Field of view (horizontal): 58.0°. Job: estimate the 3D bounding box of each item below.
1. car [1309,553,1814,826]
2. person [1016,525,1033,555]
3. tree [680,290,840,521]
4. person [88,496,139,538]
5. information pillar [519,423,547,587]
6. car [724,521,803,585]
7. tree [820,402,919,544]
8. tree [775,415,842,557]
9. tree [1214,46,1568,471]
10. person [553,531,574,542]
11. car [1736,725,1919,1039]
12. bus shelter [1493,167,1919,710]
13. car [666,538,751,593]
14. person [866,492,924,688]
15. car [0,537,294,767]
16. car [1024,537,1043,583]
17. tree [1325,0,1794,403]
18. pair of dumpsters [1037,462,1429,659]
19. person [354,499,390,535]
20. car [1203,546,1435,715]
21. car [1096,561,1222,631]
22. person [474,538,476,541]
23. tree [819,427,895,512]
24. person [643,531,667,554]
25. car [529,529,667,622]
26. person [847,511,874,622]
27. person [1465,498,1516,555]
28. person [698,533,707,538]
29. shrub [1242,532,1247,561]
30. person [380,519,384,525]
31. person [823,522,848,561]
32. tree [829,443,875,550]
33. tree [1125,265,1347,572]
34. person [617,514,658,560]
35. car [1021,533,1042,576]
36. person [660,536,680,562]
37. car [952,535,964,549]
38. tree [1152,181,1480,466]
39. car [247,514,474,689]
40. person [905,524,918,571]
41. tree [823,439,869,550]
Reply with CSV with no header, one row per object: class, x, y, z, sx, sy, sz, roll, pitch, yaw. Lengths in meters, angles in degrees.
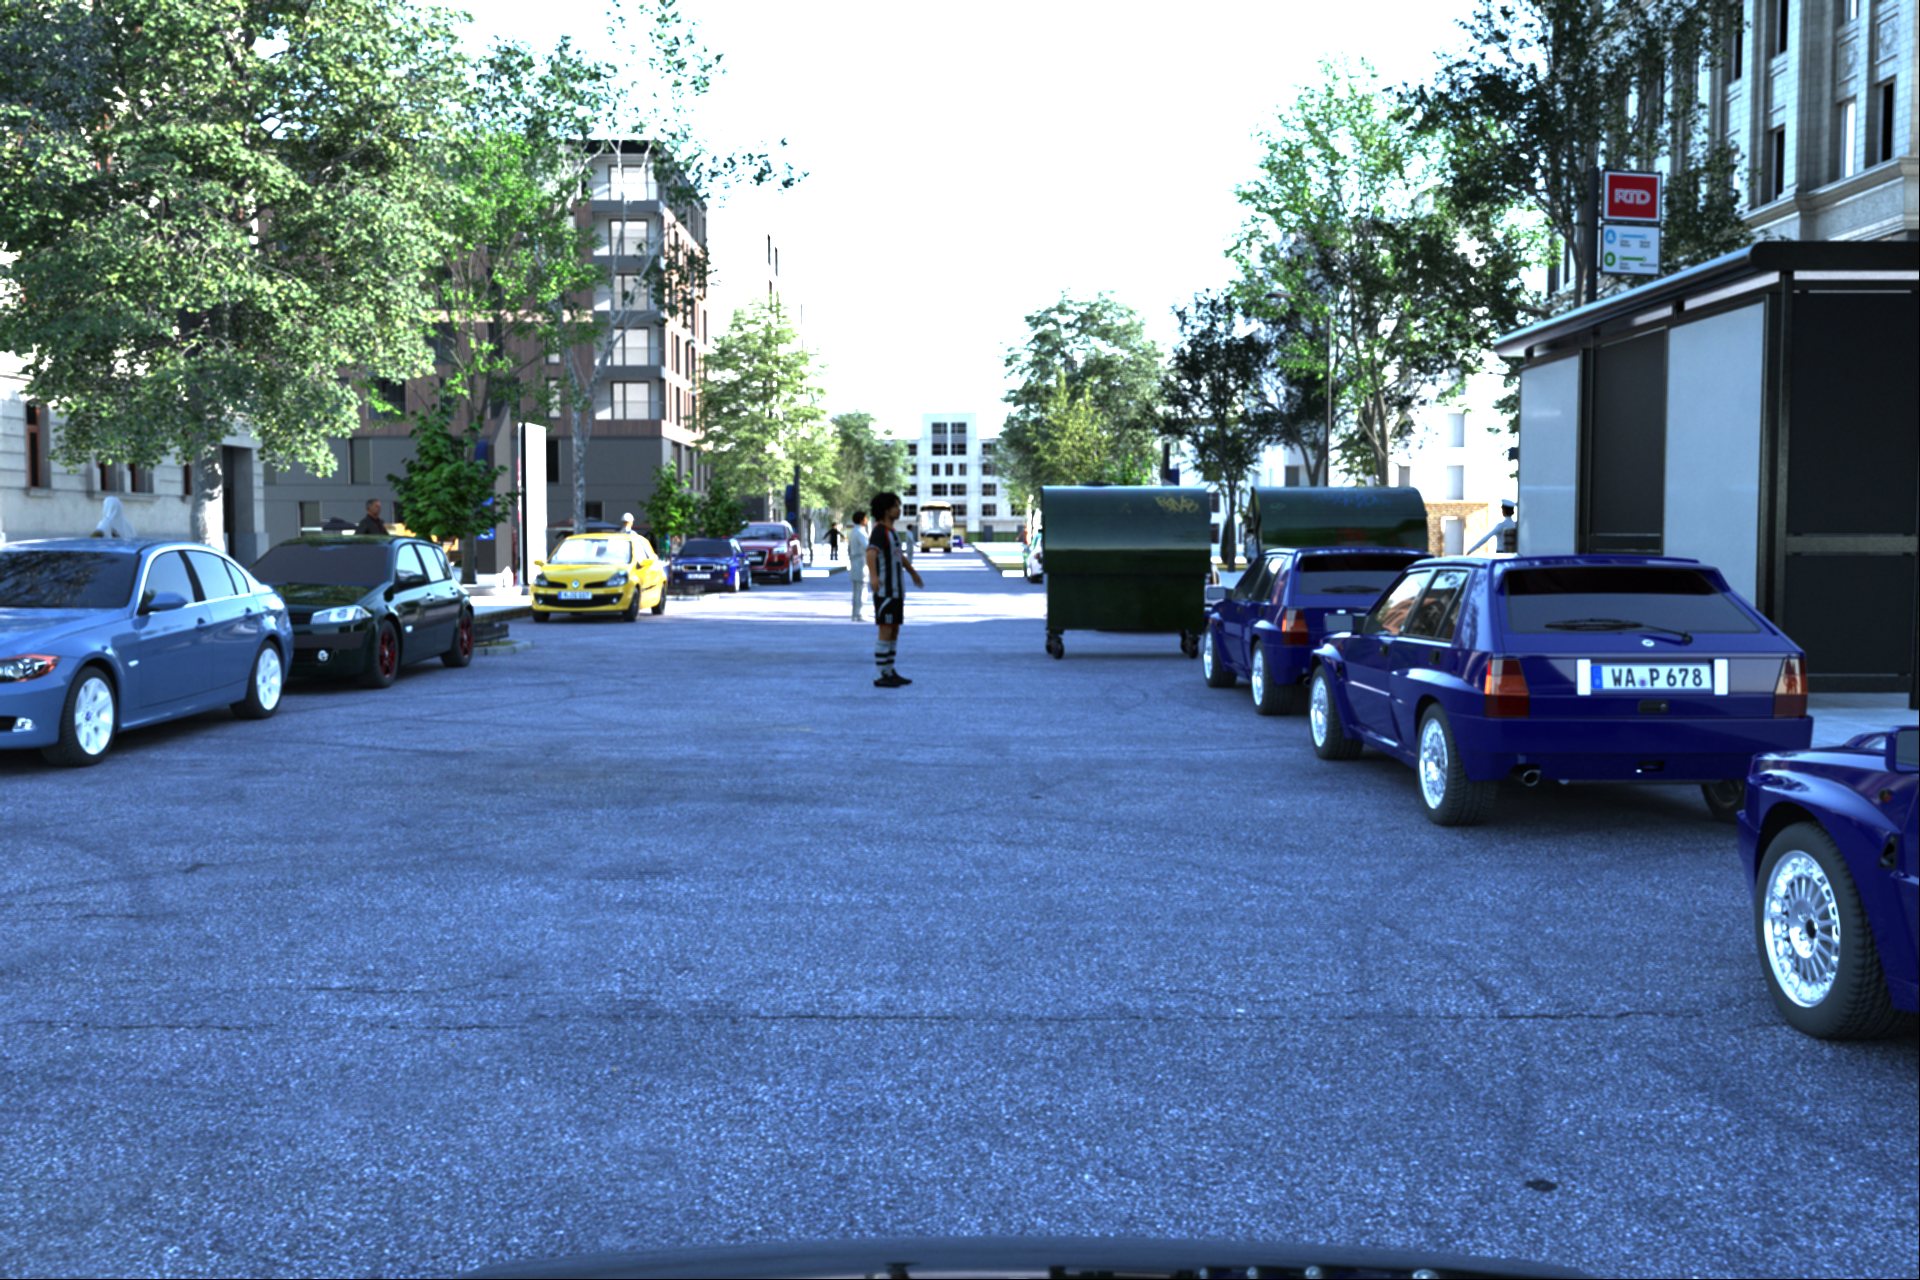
car,3.156,0.166,9.858,1.945,1.354,3.894,0,4,-1
person,3.425,-5.036,89.139,1.217,1.733,0.721,2,4,29
tree,-9.368,-9.975,81.224,7.486,12.596,7.792,0,3,0
person,-10.345,-0.871,21.015,0.721,1.736,1.217,1,4,14
information pillar,-9.258,-2.829,37.571,0.184,3.620,1.656,0,4,0
car,-5.787,-2.579,50.837,2.281,1.827,5.304,0,4,0
tree,-8.806,-15.834,165.542,9.857,13.997,8.962,0,3,0
tree,-8.817,-9.088,98.946,4.360,8.622,3.978,0,3,0
tree,9.223,-6.864,37.982,9.928,11.665,9.643,0,3,0
person,-18.255,-4.553,80.585,1.346,1.812,0.704,-1,4,-8
car,3.255,0.539,3.768,1.945,1.354,3.894,0,3,0
bus shelter,6.707,-2.391,16.727,2.179,5.291,8.768,0,3,0
car,-6.255,-1.877,43.263,1.945,1.354,3.894,0,4,0
person,-0.650,-0.472,16.320,0.704,1.843,1.345,1,4,16
car,-6.215,-0.011,12.177,2.014,1.417,4.499,0,4,0
car,2.973,-2.417,51.874,2.083,1.381,4.827,0,4,0
tree,9.190,-5.632,26.501,7.601,10.594,8.767,0,4,-3
pair of dumpsters,3.124,-0.939,20.299,4.436,2.255,1.574,0,4,0
person,-8.744,-1.208,25.923,0.705,1.807,1.348,1,4,15
car,3.186,-0.150,15.032,1.945,1.354,3.894,0,4,-1
car,2.902,-0.895,27.000,2.083,1.381,4.827,0,4,-1
person,-18.782,-3.585,67.885,0.991,1.433,0.599,-2,4,-30
tree,-9.123,-13.301,151.884,7.601,10.594,8.767,0,4,2
person,-13.774,-4.386,77.894,1.347,1.806,0.705,-2,4,-35
car,-6.119,-1.178,29.480,2.015,1.641,3.980,0,4,0
person,-1.618,-1.211,28.444,0.705,1.806,1.347,-1,4,-23
person,7.454,-1.060,23.784,1.216,1.778,0.721,-1,4,-18
person,-9.284,-3.549,64.300,1.348,1.796,0.705,2,4,25
shrub,11.433,-3.746,65.282,1.661,2.075,1.752,0,3,0
person,-18.695,-2.993,55.517,0.750,1.759,0.617,0,4,3
person,-5.985,-4.685,82.539,1.347,1.837,0.705,2,4,23
tree,-9.627,-11.677,141.274,4.360,8.622,3.978,0,3,0
tree,9.350,-7.561,58.042,8.767,10.594,7.601,3,5,41
person,-6.791,-1.662,35.481,1.347,1.847,0.705,2,4,28
car,3.035,-2.975,57.440,1.959,1.807,4.718,0,4,-1
person,-13.638,-4.520,80.032,1.347,1.817,0.704,0,4,0
car,-0.551,-9.350,165.455,1.945,1.354,3.894,0,4,-1
tree,9.371,-6.843,46.298,8.767,10.594,7.601,0,4,-3
car,-6.161,-0.459,17.293,2.009,1.686,4.222,0,3,0
person,-1.903,-3.557,66.804,0.705,1.806,1.347,-1,4,-16
tree,-9.744,-11.311,135.304,4.360,8.622,3.978,0,3,0
